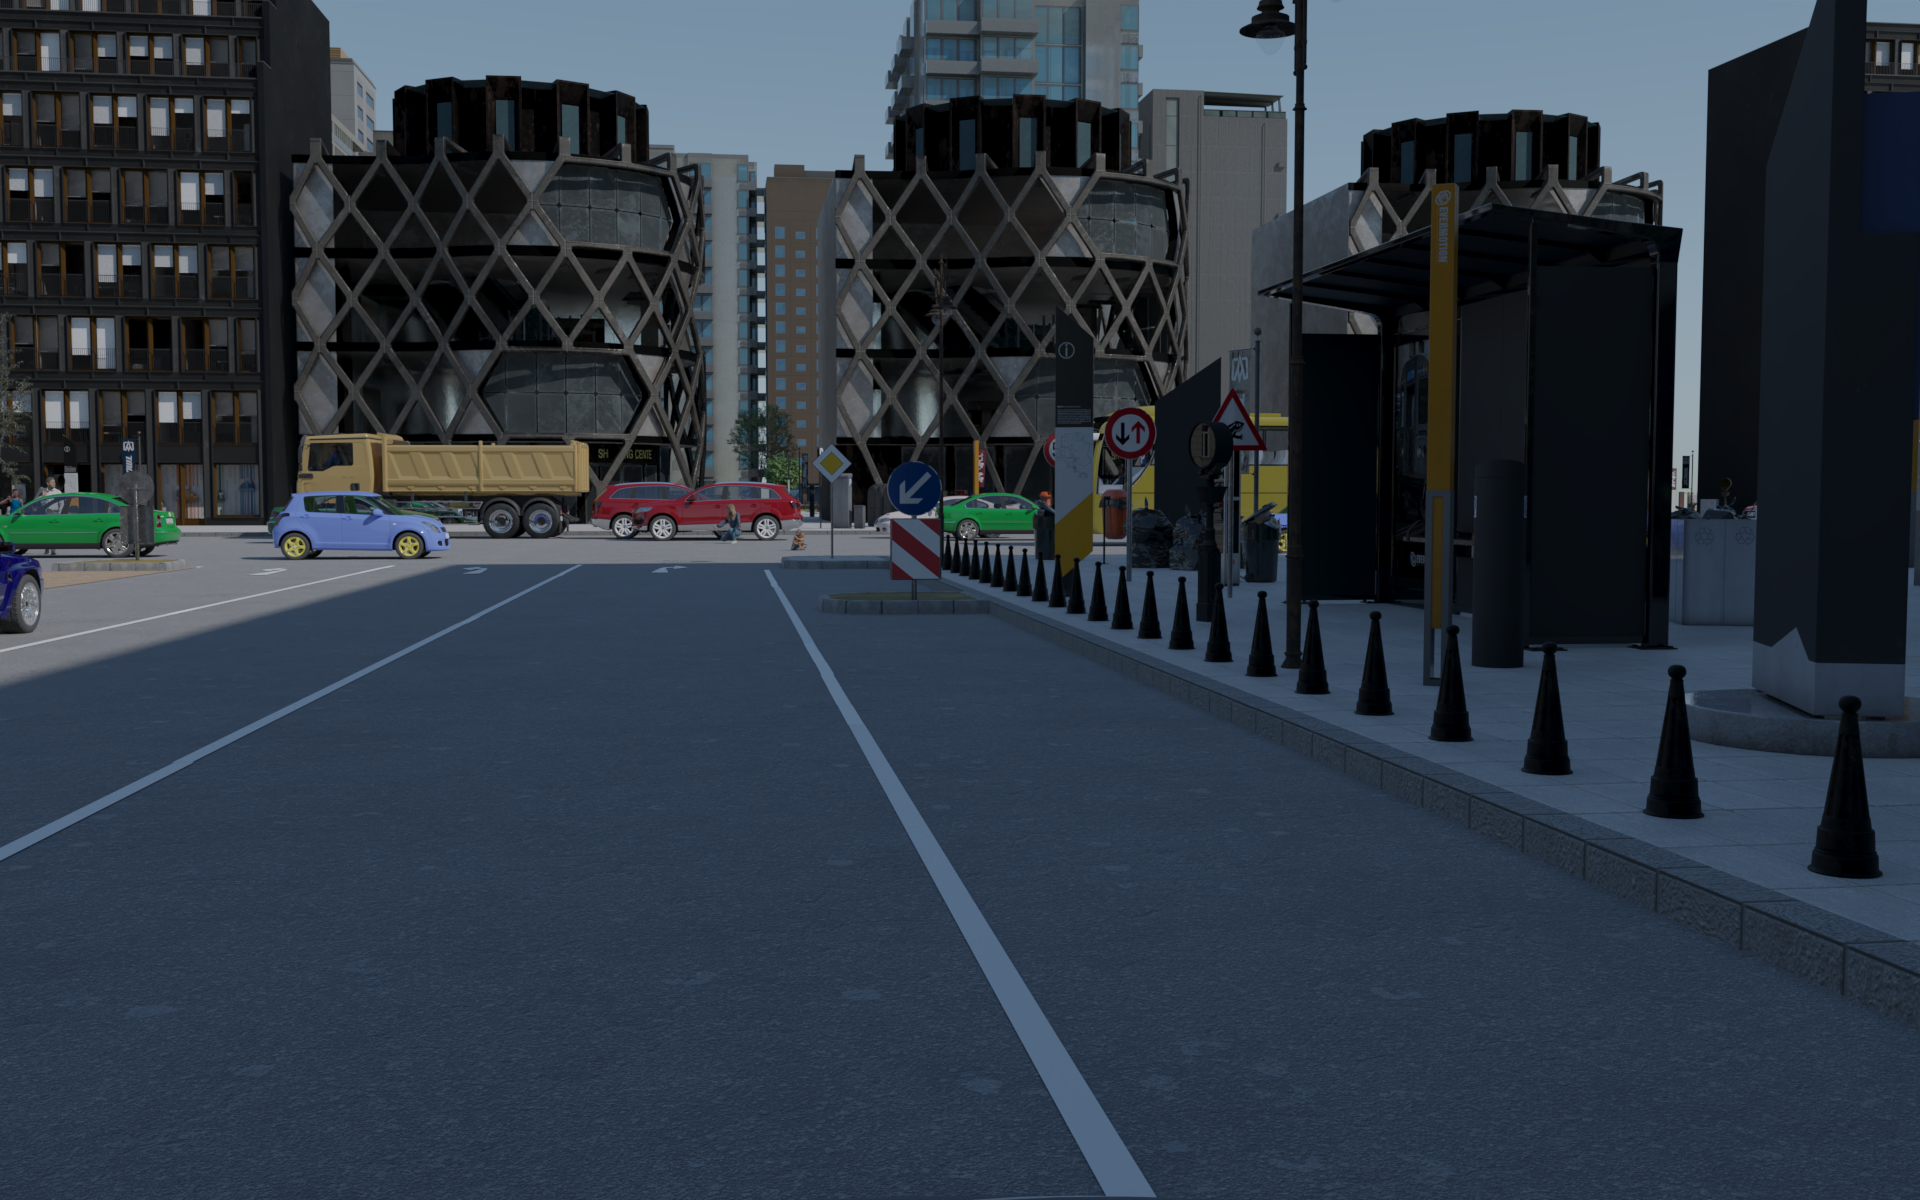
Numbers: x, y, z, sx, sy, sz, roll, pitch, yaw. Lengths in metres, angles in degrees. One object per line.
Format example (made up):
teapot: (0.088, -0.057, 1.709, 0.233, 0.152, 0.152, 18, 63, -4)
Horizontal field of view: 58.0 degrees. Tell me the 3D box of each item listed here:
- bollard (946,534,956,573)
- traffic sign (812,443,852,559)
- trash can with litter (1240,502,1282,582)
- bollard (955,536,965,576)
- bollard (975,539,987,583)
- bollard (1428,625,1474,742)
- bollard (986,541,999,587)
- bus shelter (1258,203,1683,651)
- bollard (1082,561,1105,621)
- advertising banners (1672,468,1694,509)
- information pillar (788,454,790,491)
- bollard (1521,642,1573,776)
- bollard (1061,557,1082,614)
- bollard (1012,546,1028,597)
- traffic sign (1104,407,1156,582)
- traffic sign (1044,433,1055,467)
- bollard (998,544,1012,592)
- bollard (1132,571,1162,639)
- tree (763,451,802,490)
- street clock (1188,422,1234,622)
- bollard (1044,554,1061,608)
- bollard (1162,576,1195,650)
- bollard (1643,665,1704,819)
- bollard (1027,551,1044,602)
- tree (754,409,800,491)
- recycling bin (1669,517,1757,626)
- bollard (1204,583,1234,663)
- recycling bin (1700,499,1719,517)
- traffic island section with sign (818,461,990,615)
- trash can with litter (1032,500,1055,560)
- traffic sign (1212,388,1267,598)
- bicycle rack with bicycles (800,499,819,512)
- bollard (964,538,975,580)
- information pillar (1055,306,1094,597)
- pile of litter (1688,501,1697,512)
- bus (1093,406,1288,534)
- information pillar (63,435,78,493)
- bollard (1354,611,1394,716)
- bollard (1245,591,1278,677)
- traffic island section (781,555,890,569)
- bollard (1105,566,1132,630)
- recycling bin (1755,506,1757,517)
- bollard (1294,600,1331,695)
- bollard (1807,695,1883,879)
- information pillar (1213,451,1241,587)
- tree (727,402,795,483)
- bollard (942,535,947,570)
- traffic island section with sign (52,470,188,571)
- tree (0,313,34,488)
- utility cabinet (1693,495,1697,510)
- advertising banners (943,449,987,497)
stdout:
bollard: (-0.052, -0.739, 28.126, 0.229, 0.601, 0.229, 0, 3, 0)
traffic sign: (-2.546, -1.881, 34.398, 0.795, 2.450, 0.064, 0, 4, -8)
trash can with litter: (4.149, -0.848, 25.254, 1.055, 1.170, 0.624, 1, 4, 18)
bollard: (0.091, -0.674, 27.068, 0.229, 0.601, 0.229, 0, 3, 0)
bollard: (0.379, -0.545, 24.951, 0.229, 0.601, 0.229, 0, 3, 0)
bollard: (2.568, 0.428, 9.042, 0.229, 0.601, 0.229, 0, 3, 0)
bollard: (0.524, -0.480, 23.893, 0.229, 0.601, 0.229, 0, 3, 0)
bus shelter: (4.717, -1.586, 17.207, 1.731, 3.624, 6.357, 0, 4, -8)
bollard: (1.400, -0.091, 17.529, 0.229, 0.601, 0.229, 0, 3, 0)
advertising banners: (48.664, -7.373, 116.737, 2.074, 3.025, 0.090, -1, 4, -23)
information pillar: (-9.940, -6.678, 100.537, 0.183, 3.616, 0.504, 0, 4, -7)
bollard: (2.712, 0.493, 7.983, 0.229, 0.601, 0.229, 0, 3, 0)
bollard: (1.251, -0.156, 18.596, 0.229, 0.601, 0.229, 0, 3, 0)
bollard: (0.815, -0.350, 21.771, 0.229, 0.601, 0.229, 0, 3, 0)
traffic sign: (2.482, -1.544, 25.352, 0.768, 2.556, 0.104, 0, 4, -4)
traffic sign: (2.068, -2.136, 35.036, 0.768, 2.556, 0.104, 0, 4, -2)
bollard: (0.671, -0.415, 22.829, 0.229, 0.601, 0.229, 0, 3, 0)
bollard: (1.690, 0.039, 15.406, 0.229, 0.601, 0.229, 0, 3, 0)
tree: (-13.389, -9.008, 130.997, 4.285, 4.588, 4.351, 0, 3, 0)
street clock: (2.510, -0.785, 17.399, 0.358, 2.002, 0.471, -2, 4, -28)
bollard: (1.111, -0.221, 19.655, 0.229, 0.601, 0.229, 0, 3, 0)
bollard: (1.837, 0.104, 14.344, 0.229, 0.601, 0.229, 0, 3, 0)
bollard: (2.859, 0.558, 6.921, 0.229, 0.601, 0.229, 0, 3, 0)
bollard: (0.964, -0.286, 20.713, 0.229, 0.601, 0.229, 0, 3, 0)
tree: (-15.715, -12.179, 149.492, 4.360, 8.622, 3.978, 0, 3, 0)
recycling bin: (7.486, -0.282, 17.171, 0.722, 1.027, 0.722, 1, 4, 11)
bollard: (1.985, 0.169, 13.275, 0.229, 0.601, 0.229, 0, 3, 0)
recycling bin: (36.626, -4.409, 84.636, 0.722, 1.027, 0.722, 2, 4, 35)
traffic island section with sign: (-0.751, -0.792, 21.575, 1.989, 1.847, 2.006, 0, 4, -8)
trash can with litter: (1.936, -1.370, 33.790, 1.055, 1.170, 0.624, 1, 4, 12)
traffic sign: (3.336, -1.305, 21.334, 0.884, 2.594, 0.081, 0, 4, -6)
bicycle rack with bicycles: (-10.056, -6.693, 122.817, 2.925, 0.926, 2.852, 3, 5, 40)
bollard: (0.234, -0.610, 26.009, 0.229, 0.601, 0.229, 0, 3, 0)
information pillar: (1.407, -1.846, 21.542, 0.504, 3.616, 0.183, 1, 4, 9)
pile of litter: (43.965, -5.504, 103.960, 1.719, 0.858, 1.176, 3, 4, 36)
bus: (8.899, -3.512, 48.973, 12.252, 3.916, 2.896, -1, 4, -9)
information pillar: (-35.258, -4.729, 68.666, 0.504, 3.616, 0.183, 0, 4, -6)
bollard: (2.420, 0.363, 10.100, 0.229, 0.601, 0.229, 0, 3, 0)
bollard: (2.129, 0.234, 12.217, 0.229, 0.601, 0.229, 0, 3, 0)
traffic island section: (-2.524, -0.746, 34.479, 2.009, 0.180, 2.903, 0, 4, -8)
bollard: (1.544, -0.026, 16.471, 0.229, 0.601, 0.229, 0, 3, 0)
recycling bin: (17.802, -1.533, 37.619, 0.722, 1.027, 0.722, -1, 4, -16)
bollard: (2.275, 0.299, 11.159, 0.229, 0.601, 0.229, 0, 3, 0)
bollard: (3.004, 0.623, 5.863, 0.229, 0.601, 0.229, 0, 3, 0)
information pillar: (3.704, -1.202, 24.146, 0.304, 2.012, 0.304, -2, 4, -35)
tree: (-22.214, -16.378, 193.527, 9.928, 11.665, 9.643, 0, 3, 0)
bollard: (-0.201, -0.804, 29.184, 0.229, 0.601, 0.229, 0, 3, 0)
traffic island section with sign: (-15.845, -1.514, 32.897, 2.006, 1.907, 1.989, 0, 4, -8)
tree: (-37.062, -7.052, 65.666, 4.360, 8.622, 3.978, 0, 3, 0)
utility cabinet: (52.125, -6.807, 122.461, 1.020, 1.237, 0.306, -1, 4, -10)
advertising banners: (0.019, -4.311, 66.676, 2.074, 3.025, 0.090, 0, 4, 3)
